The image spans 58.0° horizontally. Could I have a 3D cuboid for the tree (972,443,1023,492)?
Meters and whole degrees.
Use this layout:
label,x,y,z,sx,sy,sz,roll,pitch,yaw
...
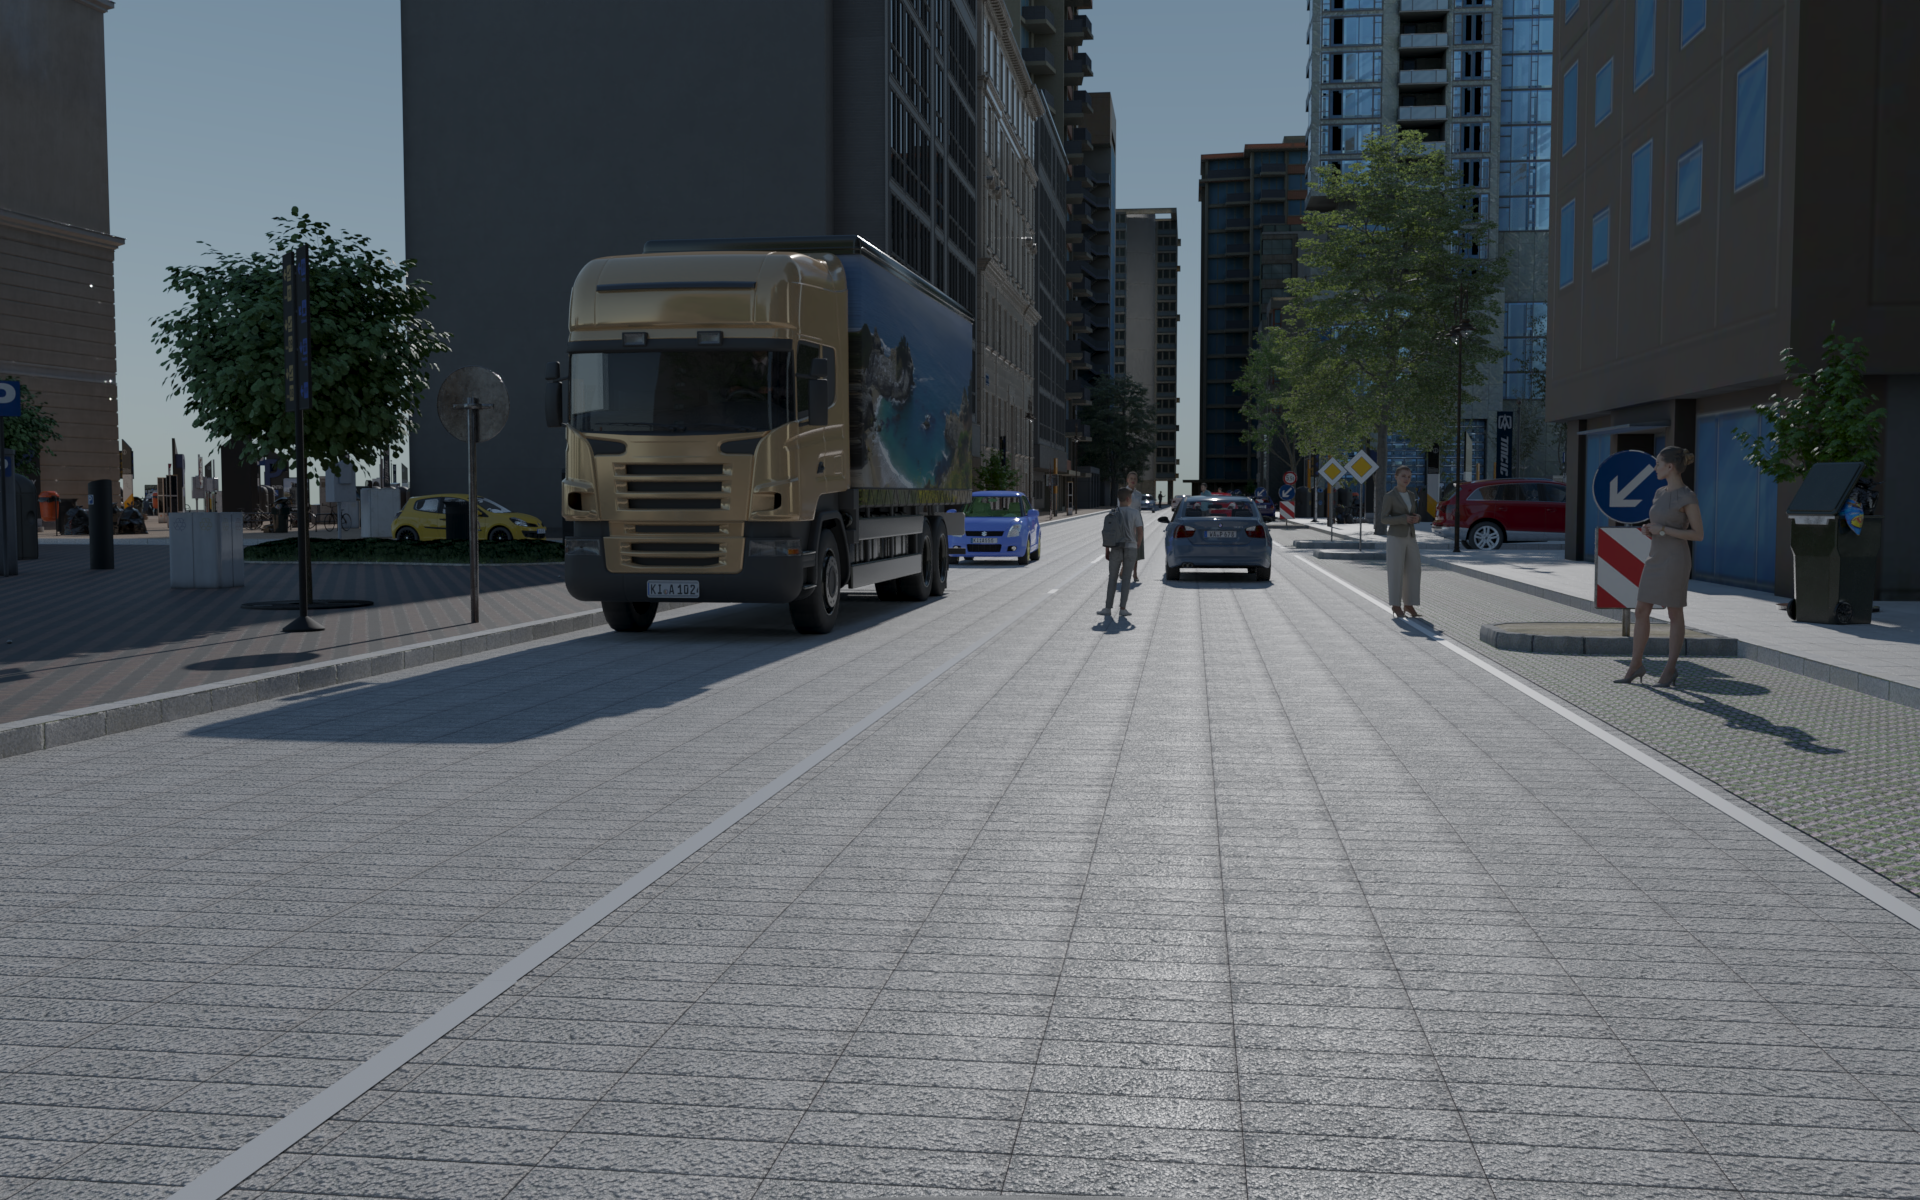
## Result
label,x,y,z,sx,sy,sz,roll,pitch,yaw
tree,1.281,-4.352,65.749,1.663,3.219,1.824,0,3,0

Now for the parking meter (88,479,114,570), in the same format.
label,x,y,z,sx,sy,sz,roll,pitch,yaw
parking meter,-14.669,-1.295,29.577,0.372,1.533,0.369,0,3,0

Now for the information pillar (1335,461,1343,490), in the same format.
label,x,y,z,sx,sy,sz,roll,pitch,yaw
information pillar,25.327,-7.615,115.861,0.504,3.616,0.183,3,4,36

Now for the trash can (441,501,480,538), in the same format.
label,x,y,z,sx,sy,sz,roll,pitch,yaw
trash can,-10.045,-1.421,34.887,0.748,1.137,0.748,0,3,0

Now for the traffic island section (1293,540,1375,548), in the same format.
label,x,y,z,sx,sy,sz,roll,pitch,yaw
traffic island section,10.048,-1.496,46.736,2.009,0.180,2.903,0,4,8

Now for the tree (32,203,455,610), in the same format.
label,x,y,z,sx,sy,sz,roll,pitch,yaw
tree,-7.434,-2.208,19.808,4.285,4.588,4.351,0,3,0

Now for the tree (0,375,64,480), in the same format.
label,x,y,z,sx,sy,sz,roll,pitch,yaw
tree,-22.750,-3.464,40.349,4.285,4.588,4.351,0,3,0

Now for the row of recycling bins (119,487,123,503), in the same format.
label,x,y,z,sx,sy,sz,roll,pitch,yaw
row of recycling bins,-39.478,-4.459,80.013,1.069,1.692,3.534,0,4,-8

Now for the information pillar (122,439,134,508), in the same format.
label,x,y,z,sx,sy,sz,roll,pitch,yaw
information pillar,-35.314,-5.023,73.475,0.504,3.616,0.183,1,4,19

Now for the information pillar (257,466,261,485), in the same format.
label,x,y,z,sx,sy,sz,roll,pitch,yaw
information pillar,-36.459,-6.031,89.964,0.183,3.616,0.504,0,4,5

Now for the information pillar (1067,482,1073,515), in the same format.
label,x,y,z,sx,sy,sz,roll,pitch,yaw
information pillar,6.589,-6.091,104.080,0.304,2.012,0.304,-1,4,-13

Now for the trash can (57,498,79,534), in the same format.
label,x,y,z,sx,sy,sz,roll,pitch,yaw
trash can,-29.020,-2.728,56.257,0.748,1.137,0.748,0,3,0

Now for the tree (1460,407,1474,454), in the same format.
label,x,y,z,sx,sy,sz,roll,pitch,yaw
tree,27.767,-9.230,101.266,4.737,8.622,4.395,0,3,0

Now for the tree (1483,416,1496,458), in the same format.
label,x,y,z,sx,sy,sz,roll,pitch,yaw
tree,37.248,-10.092,115.371,4.360,8.622,3.978,0,3,0

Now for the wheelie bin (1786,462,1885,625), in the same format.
label,x,y,z,sx,sy,sz,roll,pitch,yaw
wheelie bin,8.718,-0.573,17.277,0.693,1.594,0.980,-1,4,-18

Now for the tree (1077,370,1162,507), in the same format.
label,x,y,z,sx,sy,sz,roll,pitch,yaw
tree,15.907,-16.611,178.239,9.857,13.997,8.962,0,3,0

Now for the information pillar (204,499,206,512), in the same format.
label,x,y,z,sx,sy,sz,roll,pitch,yaw
information pillar,-52.361,-7.083,120.299,0.304,2.012,0.304,-2,4,-30

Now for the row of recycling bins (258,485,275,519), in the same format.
label,x,y,z,sx,sy,sz,roll,pitch,yaw
row of recycling bins,-33.152,-4.527,81.134,1.069,1.692,3.534,0,4,5

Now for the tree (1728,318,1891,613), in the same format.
label,x,y,z,sx,sy,sz,roll,pitch,yaw
tree,9.683,-1.502,19.154,1.663,3.219,1.824,0,3,0

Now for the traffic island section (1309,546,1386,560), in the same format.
label,x,y,z,sx,sy,sz,roll,pitch,yaw
traffic island section,8.993,-1.012,38.821,2.009,0.180,2.903,0,4,8

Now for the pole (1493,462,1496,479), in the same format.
label,x,y,z,sx,sy,sz,roll,pitch,yaw
pole,34.292,-7.170,111.079,0.158,3.312,0.155,0,3,0

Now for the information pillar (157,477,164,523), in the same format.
label,x,y,z,sx,sy,sz,roll,pitch,yaw
information pillar,-34.901,-4.363,75.825,0.304,2.012,0.304,1,4,11

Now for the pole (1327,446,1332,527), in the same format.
label,x,y,z,sx,sy,sz,roll,pitch,yaw
pole,14.592,-4.552,68.266,0.158,3.312,0.155,0,3,0

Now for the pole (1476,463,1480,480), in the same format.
label,x,y,z,sx,sy,sz,roll,pitch,yaw
pole,34.383,-7.413,115.051,0.158,3.312,0.155,0,3,0

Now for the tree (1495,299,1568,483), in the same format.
label,x,y,z,sx,sy,sz,roll,pitch,yaw
tree,21.759,-6.797,61.485,4.360,8.622,3.978,0,3,0

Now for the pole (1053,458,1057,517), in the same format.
label,x,y,z,sx,sy,sz,roll,pitch,yaw
pole,5.428,-6.400,98.482,0.158,3.312,0.155,0,3,0

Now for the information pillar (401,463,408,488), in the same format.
label,x,y,z,sx,sy,sz,roll,pitch,yaw
information pillar,-41.391,-8.425,129.107,0.504,3.616,0.183,1,4,9

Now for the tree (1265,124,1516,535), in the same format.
label,x,y,z,sx,sy,sz,roll,pitch,yaw
tree,13.519,-8.286,53.607,7.486,12.596,7.792,0,3,0

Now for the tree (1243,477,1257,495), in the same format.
label,x,y,z,sx,sy,sz,roll,pitch,yaw
tree,33.058,-12.415,197.589,1.663,3.219,1.824,0,3,0

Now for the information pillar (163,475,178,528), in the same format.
label,x,y,z,sx,sy,sz,roll,pitch,yaw
information pillar,-29.984,-3.757,65.925,0.304,2.012,0.304,3,4,38

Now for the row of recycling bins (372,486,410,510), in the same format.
label,x,y,z,sx,sy,sz,roll,pitch,yaw
row of recycling bins,-30.081,-5.207,92.244,3.534,1.692,1.069,2,4,26

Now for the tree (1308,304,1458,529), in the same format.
label,x,y,z,sx,sy,sz,roll,pitch,yaw
tree,15.016,-6.909,63.329,4.737,8.622,4.395,0,3,0

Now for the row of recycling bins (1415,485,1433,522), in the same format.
label,x,y,z,sx,sy,sz,roll,pitch,yaw
row of recycling bins,21.749,-4.496,80.624,1.069,1.692,3.534,0,4,6

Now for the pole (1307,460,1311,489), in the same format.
label,x,y,z,sx,sy,sz,roll,pitch,yaw
pole,20.697,-6.657,102.681,0.158,3.312,0.155,0,3,0

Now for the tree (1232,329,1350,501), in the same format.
label,x,y,z,sx,sy,sz,roll,pitch,yaw
tree,20.766,-11.139,107.872,9.928,11.665,9.643,0,3,0

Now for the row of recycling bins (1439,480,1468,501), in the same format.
label,x,y,z,sx,sy,sz,roll,pitch,yaw
row of recycling bins,15.794,-2.645,50.351,3.534,1.692,1.069,-1,4,-13

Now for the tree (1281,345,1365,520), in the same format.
label,x,y,z,sx,sy,sz,roll,pitch,yaw
tree,17.459,-8.179,84.081,4.360,8.622,3.978,0,3,0

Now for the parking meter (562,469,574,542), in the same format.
label,x,y,z,sx,sy,sz,roll,pitch,yaw
parking meter,-8.971,-2.074,39.626,0.255,1.863,0.399,-1,4,-12

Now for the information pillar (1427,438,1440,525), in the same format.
label,x,y,z,sx,sy,sz,roll,pitch,yaw
information pillar,19.505,-4.889,71.295,0.504,3.616,0.183,2,4,33

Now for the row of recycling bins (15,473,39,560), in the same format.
label,x,y,z,sx,sy,sz,roll,pitch,yaw
row of recycling bins,-19.669,-1.689,34.725,3.534,1.692,1.069,3,4,37

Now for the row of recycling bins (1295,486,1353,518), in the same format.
label,x,y,z,sx,sy,sz,roll,pitch,yaw
row of recycling bins,19.749,-5.327,94.214,3.534,1.692,1.069,-2,4,-24

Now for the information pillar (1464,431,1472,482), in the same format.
label,x,y,z,sx,sy,sz,roll,pitch,yaw
information pillar,18.942,-4.483,64.656,0.183,3.616,0.504,3,5,44

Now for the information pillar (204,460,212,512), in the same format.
label,x,y,z,sx,sy,sz,roll,pitch,yaw
information pillar,-51.539,-7.797,118.835,0.504,3.616,0.183,0,4,-2
